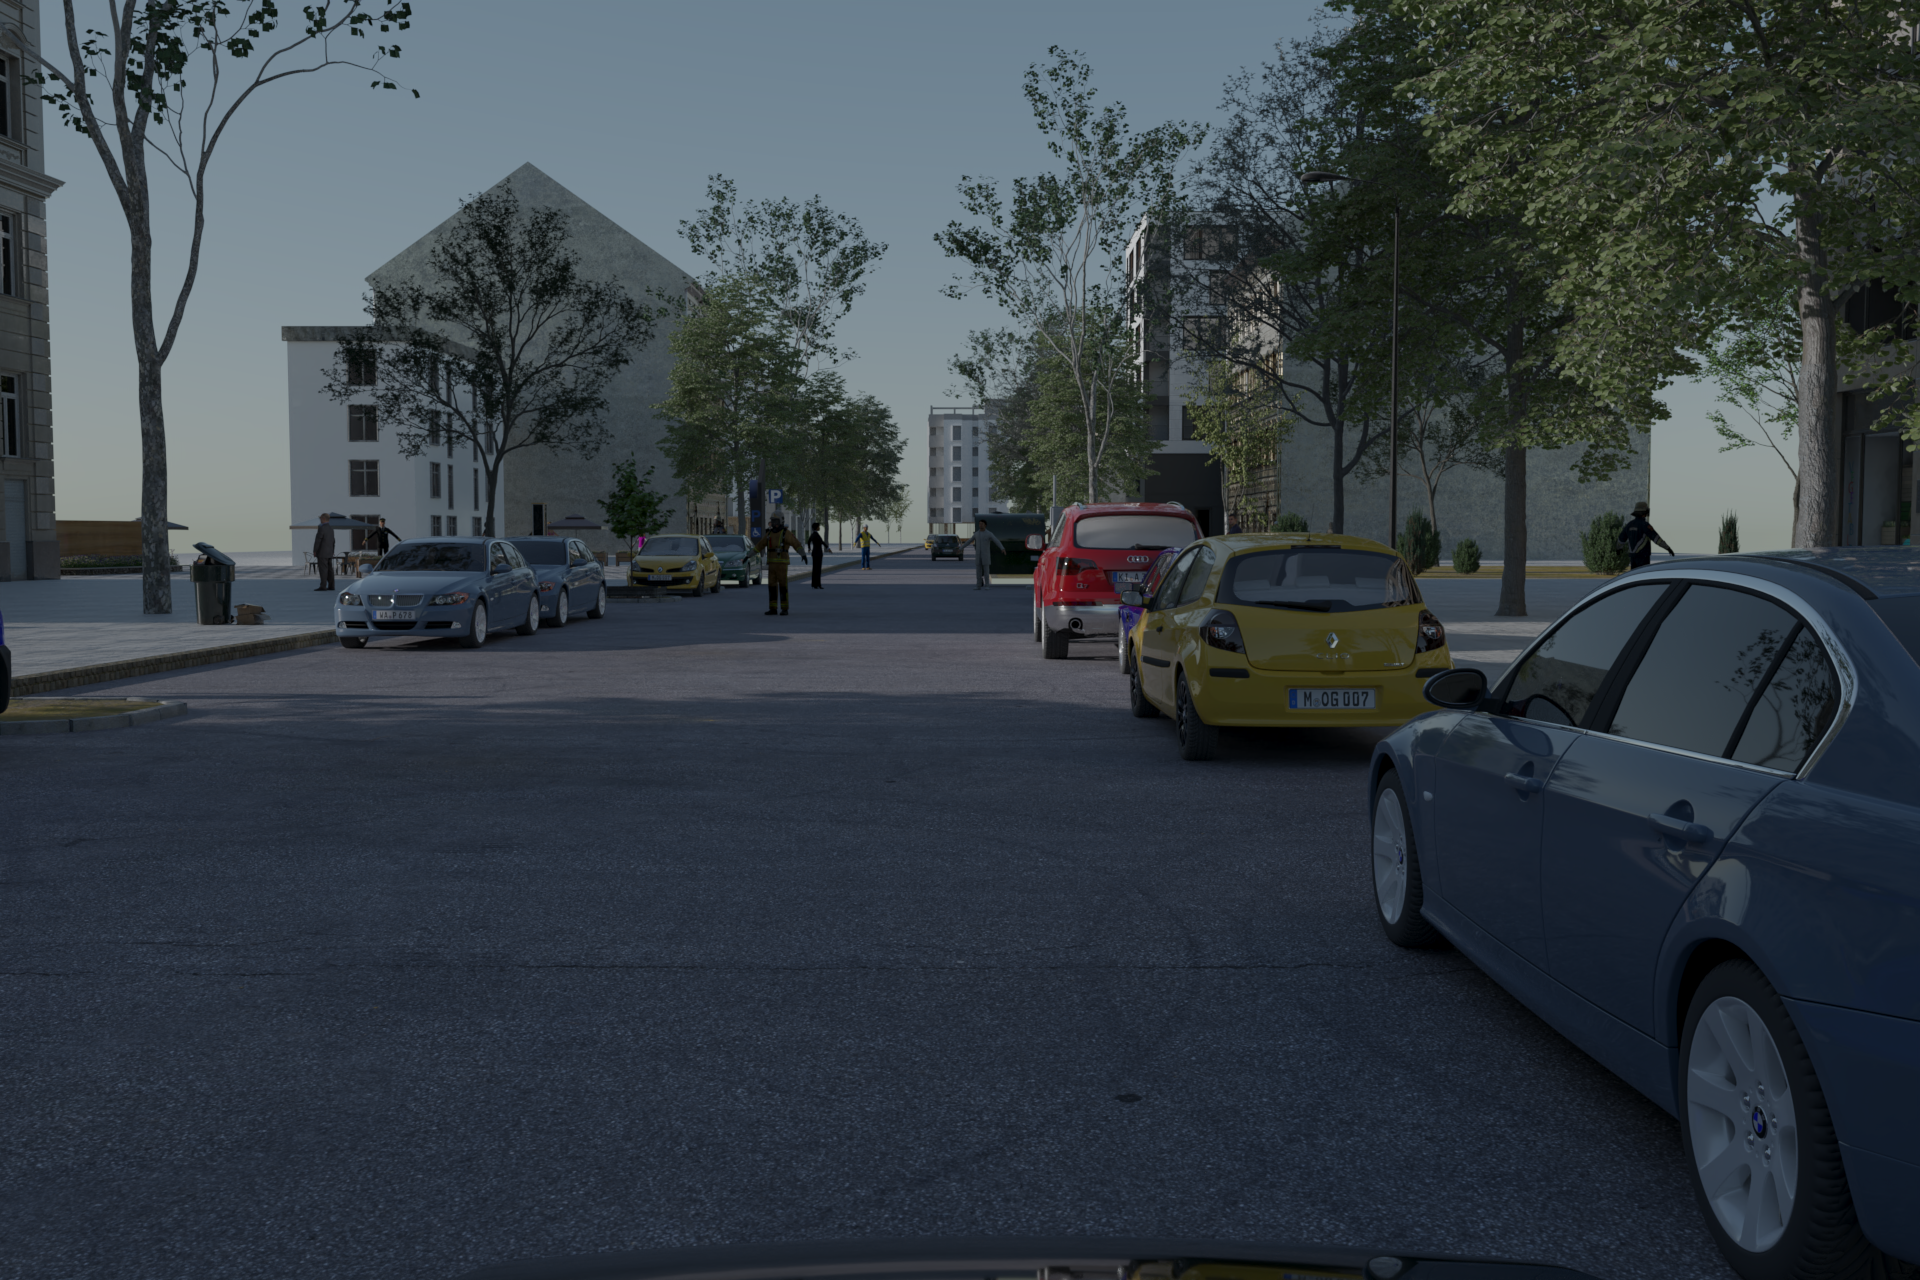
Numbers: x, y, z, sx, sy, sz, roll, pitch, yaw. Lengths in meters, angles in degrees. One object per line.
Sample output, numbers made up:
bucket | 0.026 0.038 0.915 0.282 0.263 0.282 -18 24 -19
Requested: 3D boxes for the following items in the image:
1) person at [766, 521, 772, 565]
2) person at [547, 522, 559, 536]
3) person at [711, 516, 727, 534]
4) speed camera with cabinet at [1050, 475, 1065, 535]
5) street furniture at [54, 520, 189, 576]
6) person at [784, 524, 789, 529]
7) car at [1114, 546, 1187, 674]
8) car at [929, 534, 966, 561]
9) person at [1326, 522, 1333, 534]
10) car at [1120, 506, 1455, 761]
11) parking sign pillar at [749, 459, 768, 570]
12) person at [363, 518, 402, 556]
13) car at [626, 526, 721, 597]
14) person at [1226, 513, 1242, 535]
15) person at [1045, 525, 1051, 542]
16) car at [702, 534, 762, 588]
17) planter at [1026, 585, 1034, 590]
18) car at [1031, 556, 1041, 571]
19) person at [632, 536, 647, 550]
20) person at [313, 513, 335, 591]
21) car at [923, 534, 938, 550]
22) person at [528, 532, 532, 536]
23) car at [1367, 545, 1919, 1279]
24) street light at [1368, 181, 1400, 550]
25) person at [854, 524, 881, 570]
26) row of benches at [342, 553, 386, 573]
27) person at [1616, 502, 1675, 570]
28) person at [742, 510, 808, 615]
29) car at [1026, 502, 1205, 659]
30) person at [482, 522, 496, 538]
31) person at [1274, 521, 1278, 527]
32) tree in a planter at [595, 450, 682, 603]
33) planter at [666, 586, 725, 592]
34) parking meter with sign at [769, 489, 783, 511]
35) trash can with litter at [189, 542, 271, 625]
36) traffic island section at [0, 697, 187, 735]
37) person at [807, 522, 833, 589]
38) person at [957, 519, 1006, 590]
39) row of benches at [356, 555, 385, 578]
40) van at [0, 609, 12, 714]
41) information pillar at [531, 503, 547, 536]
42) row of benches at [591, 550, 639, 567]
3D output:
person | -7.769 -3.973 71.138 1.347 1.806 0.705 0 4 -8
person | -14.917 -3.451 63.228 0.721 1.733 1.217 3 5 41
person | -7.621 -2.973 54.383 0.705 1.856 1.354 -2 4 -35
speed camera with cabinet | 3.388 -3.866 57.552 0.660 3.252 2.038 0 4 -1
street furniture | -29.779 -2.992 55.768 11.010 1.723 9.812 0 4 5
person | -8.445 -4.704 83.378 0.721 1.772 1.216 0 4 -5
car | 2.488 -0.243 16.549 1.945 1.354 3.894 0 4 0
car | -0.685 -5.102 93.199 2.009 1.686 4.222 0 4 -1
person | 16.214 -4.244 75.523 0.705 1.813 1.348 -1 4 -14
car | 2.215 -0.132 12.390 2.015 1.641 3.980 0 4 -1
parking sign pillar | -7.187 -4.472 61.589 1.447 3.967 1.447 0 4 -1
person | -19.914 -3.293 59.777 1.347 1.837 0.705 -1 4 -22
car | -6.705 -1.866 40.739 2.015 1.641 3.980 0 4 1
person | 5.718 -1.788 36.190 0.530 1.710 0.541 0 4 1
person | 4.248 -4.508 79.842 1.346 1.812 0.704 1 4 17
car | -6.537 -2.193 47.648 2.131 1.459 4.920 0 4 0
planter | 2.714 -1.454 44.905 1.991 0.319 1.994 0 3 0
car | 2.513 -1.521 37.455 1.945 1.354 3.894 0 4 1
person | -12.319 -3.521 66.835 0.991 1.433 0.599 3 4 37
person | -14.399 -1.991 39.141 0.434 1.755 0.990 1 4 8
car | -2.225 -8.802 154.141 2.015 1.641 3.980 0 4 1
person | -17.919 -4.128 73.713 1.346 1.802 0.704 -2 4 -28
car | 2.351 0.456 4.543 2.014 1.417 4.499 0 4 0
street light | 6.154 -3.047 22.356 1.470 5.913 1.316 0 4 0
person | -3.766 -3.734 69.484 1.349 1.833 0.705 -3 5 -40
row of benches | -18.400 -2.550 57.161 4.104 0.672 1.422 1 4 14
person | 11.865 -1.485 30.155 0.704 1.845 1.351 -1 4 -21
person | -3.225 -1.366 30.565 1.354 1.858 0.705 2 4 28
car | 1.968 -0.777 21.371 2.281 1.827 5.304 0 4 1
person | -20.124 -4.152 74.027 0.704 1.843 1.345 1 4 13
person | 13.777 -4.259 75.493 0.705 1.847 1.347 3 4 36
tree in a planter | -7.003 -2.424 36.847 1.991 3.239 1.994 0 4 0
planter | -7.032 -1.395 43.955 1.991 0.319 1.994 0 4 1
parking meter with sign | -7.179 -4.413 68.418 0.543 3.016 1.738 0 4 0
trash can with litter | -10.344 -0.807 24.583 1.055 1.170 0.624 0 4 0
traffic island section | -7.158 0.583 13.332 1.991 0.108 1.994 0 4 1
person | -3.669 -2.203 45.203 0.721 1.740 1.216 -2 4 -33
person | 0.569 -2.184 44.354 1.347 1.806 0.705 1 4 22
row of benches | -15.773 -2.205 51.521 4.104 0.672 1.422 -2 4 -26
van | -6.967 -0.268 8.766 2.240 2.365 5.245 0 3 0
information pillar | -9.913 -2.225 40.873 0.304 2.012 0.304 0 4 -1
row of benches | -14.453 -3.257 68.710 4.104 0.672 1.422 0 4 -4
